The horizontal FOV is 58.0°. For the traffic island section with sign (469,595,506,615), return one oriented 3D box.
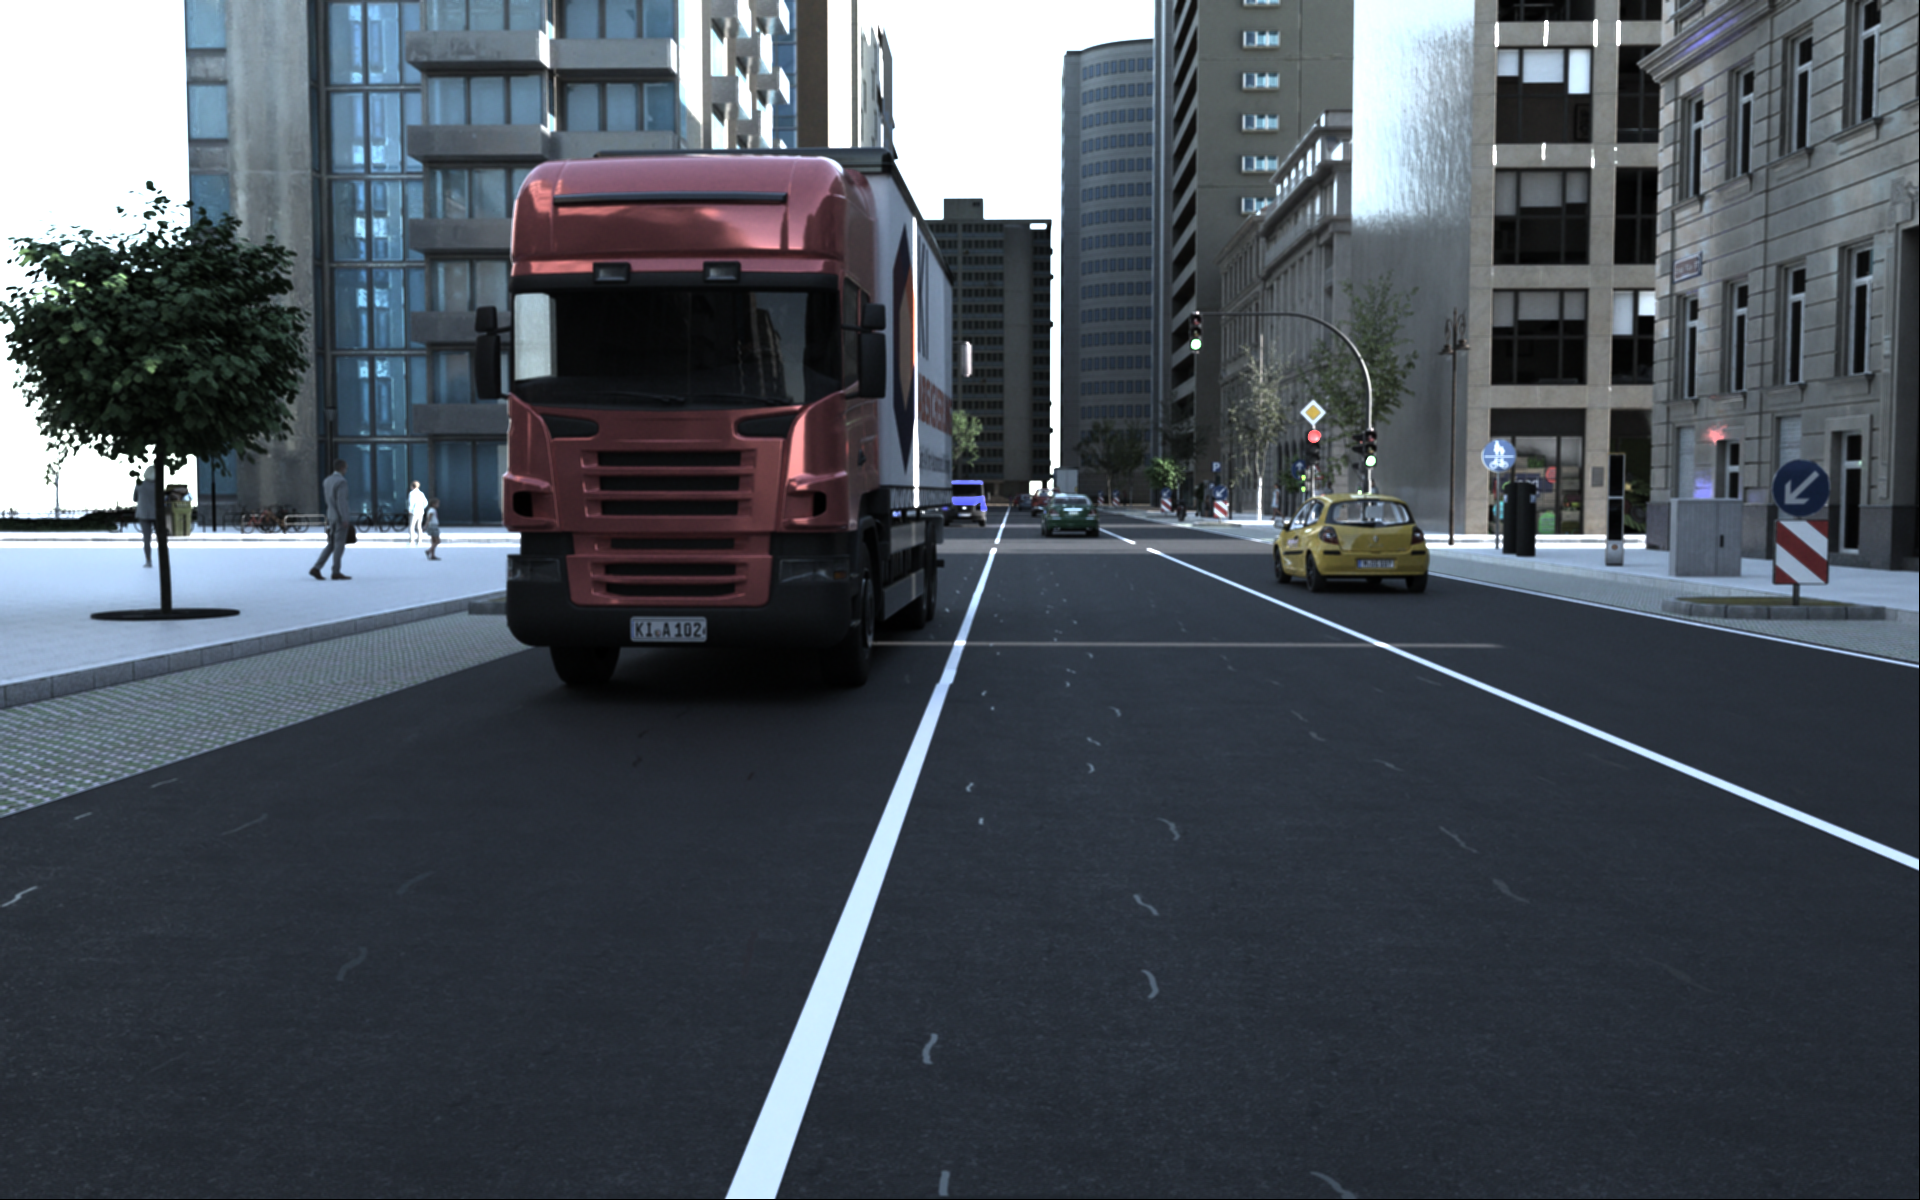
[{"bbox_3d":[-4.790,-0.779,21.357,1.989,1.847,2.006,0,4,2],"label":"traffic island section with sign"}]

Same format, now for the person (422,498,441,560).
[{"bbox_3d":[-10.299,-1.383,33.671,0.382,1.210,0.505,-2,4,-23],"label":"person"}]

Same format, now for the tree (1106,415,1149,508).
[{"bbox_3d":[15.864,-12.911,161.449,4.737,8.622,4.395,0,3,0],"label":"tree"}]

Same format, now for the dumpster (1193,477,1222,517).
[{"bbox_3d":[14.024,-5.849,98.127,1.502,2.255,1.985,0,4,2],"label":"dumpster"}]

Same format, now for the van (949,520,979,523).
[{"bbox_3d":[0.119,-4.935,87.701,2.013,2.044,4.112,0,4,4],"label":"van"}]

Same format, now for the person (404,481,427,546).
[{"bbox_3d":[-13.482,-2.143,42.898,0.330,1.601,0.589,2,4,35],"label":"person"}]

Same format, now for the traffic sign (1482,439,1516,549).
[{"bbox_3d":[12.511,-2.456,40.263,0.768,2.556,0.104,1,4,11],"label":"traffic sign"}]

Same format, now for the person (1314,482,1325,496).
[{"bbox_3d":[14.104,-3.708,67.345,0.731,1.740,0.598,-2,4,-34],"label":"person"}]

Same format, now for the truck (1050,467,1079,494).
[{"bbox_3d":[11.206,-11.987,184.893,2.839,4.237,11.283,0,4,1],"label":"truck"}]

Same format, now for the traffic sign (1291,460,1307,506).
[{"bbox_3d":[12.602,-3.910,64.033,0.768,2.556,0.104,0,4,2],"label":"traffic sign"}]

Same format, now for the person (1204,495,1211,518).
[{"bbox_3d":[13.339,-5.049,93.266,0.373,1.253,0.362,-1,4,-12],"label":"person"}]

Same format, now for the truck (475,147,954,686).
[{"bbox_3d":[-1.643,-1.680,16.383,2.839,4.237,11.283,0,4,3],"label":"truck"}]

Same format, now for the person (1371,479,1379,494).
[{"bbox_3d":[15.601,-3.660,65.736,0.661,1.843,0.795,0,4,-4],"label":"person"}]

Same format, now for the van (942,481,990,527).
[{"bbox_3d":[0.191,-4.513,78.165,2.240,2.365,5.245,0,3,0],"label":"van"}]

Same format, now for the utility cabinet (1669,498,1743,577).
[{"bbox_3d":[11.618,-0.968,26.981,1.020,1.237,0.306,0,4,-1],"label":"utility cabinet"}]

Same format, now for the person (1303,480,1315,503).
[{"bbox_3d":[14.089,-3.917,69.959,0.514,1.842,0.818,1,4,20],"label":"person"}]

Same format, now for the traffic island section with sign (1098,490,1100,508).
[{"bbox_3d":[14.540,-10.527,180.743,1.989,1.847,2.006,0,4,2],"label":"traffic island section with sign"}]

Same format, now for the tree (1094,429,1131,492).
[{"bbox_3d":[17.431,-14.985,195.365,4.360,8.622,3.978,0,3,0],"label":"tree"}]

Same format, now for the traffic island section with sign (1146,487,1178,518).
[{"bbox_3d":[12.095,-5.774,103.031,1.989,1.847,2.006,0,4,2],"label":"traffic island section with sign"}]

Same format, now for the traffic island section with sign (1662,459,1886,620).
[{"bbox_3d":[9.502,-0.728,20.526,1.989,1.847,2.006,0,4,2],"label":"traffic island section with sign"}]

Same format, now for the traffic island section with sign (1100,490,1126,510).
[{"bbox_3d":[13.687,-8.874,153.712,1.989,1.847,2.006,0,4,2],"label":"traffic island section with sign"}]

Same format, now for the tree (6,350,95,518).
[{"bbox_3d":[-35.549,-7.221,68.423,4.737,8.622,4.395,0,3,0],"label":"tree"}]

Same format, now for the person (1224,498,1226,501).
[{"bbox_3d":[15.967,-6.078,105.597,0.721,1.800,0.419,2,4,29],"label":"person"}]

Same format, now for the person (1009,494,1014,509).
[{"bbox_3d":[5.052,-9.706,170.415,0.599,1.433,0.991,-1,4,-20],"label":"person"}]

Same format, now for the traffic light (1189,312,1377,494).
[{"bbox_3d":[8.084,-4.200,43.333,4.771,5.953,1.251,0,4,2],"label":"traffic light"}]

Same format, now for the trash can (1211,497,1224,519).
[{"bbox_3d":[13.526,-4.844,90.852,0.748,1.137,0.748,0,3,0],"label":"trash can"}]

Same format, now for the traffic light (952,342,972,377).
[{"bbox_3d":[-2.033,-4.718,51.799,4.771,5.953,1.251,0,4,2],"label":"traffic light"}]

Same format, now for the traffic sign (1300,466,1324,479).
[{"bbox_3d":[12.738,-3.832,62.659,0.884,2.594,0.081,0,4,6],"label":"traffic sign"}]

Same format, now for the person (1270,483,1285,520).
[{"bbox_3d":[15.329,-4.738,83.610,0.778,1.811,0.616,2,4,28],"label":"person"}]

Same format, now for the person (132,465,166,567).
[{"bbox_3d":[-14.266,-1.484,30.493,0.537,1.800,0.526,-1,4,-15],"label":"person"}]

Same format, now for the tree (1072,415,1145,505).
[{"bbox_3d":[17.571,-16.461,203.552,8.767,10.594,7.601,0,4,-3],"label":"tree"}]

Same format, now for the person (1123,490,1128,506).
[{"bbox_3d":[18.498,-11.428,193.617,0.721,1.743,1.217,2,4,25],"label":"person"}]

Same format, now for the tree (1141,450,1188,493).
[{"bbox_3d":[15.295,-8.916,129.487,4.285,4.588,4.351,0,3,0],"label":"tree"}]

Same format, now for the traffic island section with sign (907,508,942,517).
[{"bbox_3d":[-2.197,-5.863,104.492,1.989,1.847,2.006,0,4,2],"label":"traffic island section with sign"}]

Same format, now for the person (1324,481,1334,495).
[{"bbox_3d":[14.835,-3.850,69.261,0.573,1.790,0.520,-3,5,-41],"label":"person"}]

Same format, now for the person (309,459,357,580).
[{"bbox_3d":[-9.337,-1.213,26.004,0.709,1.813,0.853,3,4,38],"label":"person"}]

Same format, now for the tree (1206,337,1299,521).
[{"bbox_3d":[14.025,-8.015,81.404,4.360,8.622,3.978,0,3,0],"label":"tree"}]

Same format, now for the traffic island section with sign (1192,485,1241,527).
[{"bbox_3d":[11.244,-4.126,76.089,1.989,1.847,2.006,0,4,2],"label":"traffic island section with sign"}]

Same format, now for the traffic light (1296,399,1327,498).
[{"bbox_3d":[10.428,-3.821,51.390,0.839,4.253,0.868,0,4,2],"label":"traffic light"}]

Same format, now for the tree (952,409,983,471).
[{"bbox_3d":[-1.340,-17.057,204.638,9.928,11.665,9.643,0,3,0],"label":"tree"}]
